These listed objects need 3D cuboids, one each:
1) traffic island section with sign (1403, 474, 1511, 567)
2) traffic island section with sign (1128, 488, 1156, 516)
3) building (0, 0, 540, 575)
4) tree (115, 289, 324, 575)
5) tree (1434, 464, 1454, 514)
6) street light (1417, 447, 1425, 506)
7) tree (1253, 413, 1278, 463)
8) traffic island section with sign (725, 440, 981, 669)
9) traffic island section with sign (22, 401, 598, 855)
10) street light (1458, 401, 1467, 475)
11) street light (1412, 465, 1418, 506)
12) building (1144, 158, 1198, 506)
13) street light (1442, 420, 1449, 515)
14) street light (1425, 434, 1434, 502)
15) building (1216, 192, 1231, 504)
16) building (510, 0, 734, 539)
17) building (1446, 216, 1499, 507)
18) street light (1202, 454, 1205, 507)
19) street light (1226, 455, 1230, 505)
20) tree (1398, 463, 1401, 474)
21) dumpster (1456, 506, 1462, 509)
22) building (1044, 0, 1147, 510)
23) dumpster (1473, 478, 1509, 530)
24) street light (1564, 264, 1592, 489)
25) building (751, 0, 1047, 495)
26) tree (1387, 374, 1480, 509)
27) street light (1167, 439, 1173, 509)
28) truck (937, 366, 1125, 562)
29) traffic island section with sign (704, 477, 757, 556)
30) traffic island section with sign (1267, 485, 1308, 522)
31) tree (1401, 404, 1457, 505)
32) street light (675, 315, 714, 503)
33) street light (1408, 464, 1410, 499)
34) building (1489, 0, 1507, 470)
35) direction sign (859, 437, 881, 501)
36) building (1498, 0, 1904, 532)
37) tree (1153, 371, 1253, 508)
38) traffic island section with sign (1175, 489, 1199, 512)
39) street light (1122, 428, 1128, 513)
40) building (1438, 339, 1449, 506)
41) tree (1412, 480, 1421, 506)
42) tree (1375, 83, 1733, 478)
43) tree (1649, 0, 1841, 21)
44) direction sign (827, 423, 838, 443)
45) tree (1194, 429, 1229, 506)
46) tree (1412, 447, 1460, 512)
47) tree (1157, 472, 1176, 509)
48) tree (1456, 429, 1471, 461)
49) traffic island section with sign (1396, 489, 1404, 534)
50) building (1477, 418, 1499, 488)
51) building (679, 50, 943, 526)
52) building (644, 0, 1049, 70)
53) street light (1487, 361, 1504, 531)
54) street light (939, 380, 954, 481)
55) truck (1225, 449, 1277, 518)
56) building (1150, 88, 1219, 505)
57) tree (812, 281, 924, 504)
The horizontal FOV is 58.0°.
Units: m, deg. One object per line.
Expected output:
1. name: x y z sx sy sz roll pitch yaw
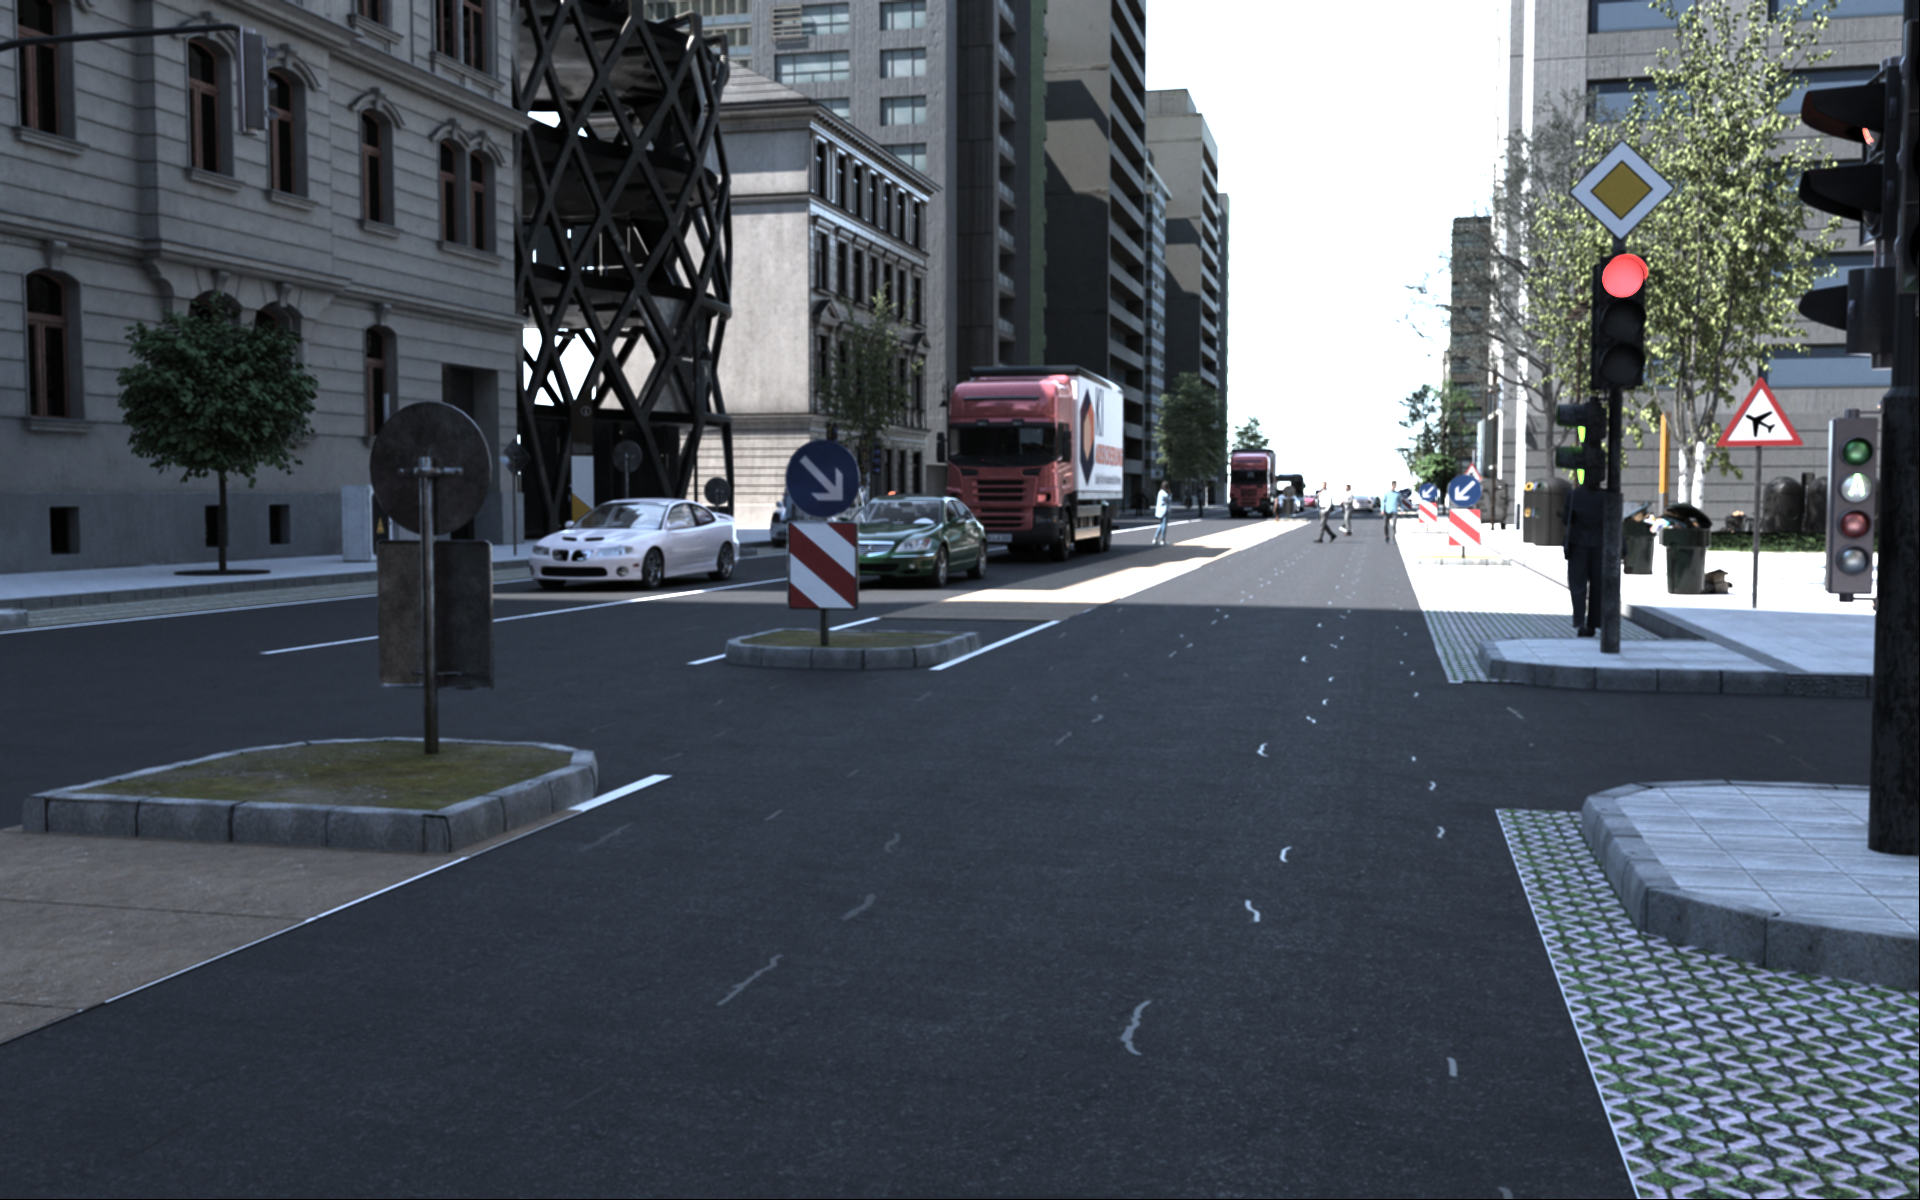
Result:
1. traffic island section with sign: 10.090 -1.622 35.152 1.989 1.847 2.006 1 4 14
2. traffic island section with sign: 12.294 -6.500 114.906 1.989 1.847 2.006 1 4 14
3. building: -19.837 -15.099 34.253 14.401 28.519 23.554 1 4 14
4. tree: -11.897 -2.695 27.771 4.285 4.588 4.351 0 3 0
5. tree: 31.271 -7.126 111.110 1.663 3.219 1.824 0 3 0
6. street light: 42.792 -11.452 160.034 0.468 5.910 1.993 1 4 14
7. tree: 40.537 -19.789 241.675 7.486 12.596 7.792 0 3 0
8. traffic island section with sign: -1.005 -0.431 15.189 2.006 1.907 1.989 1 4 14
9. traffic island section with sign: -2.761 0.009 7.993 2.006 1.907 1.989 1 4 14
10. street light: 24.835 -6.914 85.824 0.468 5.910 1.993 1 4 14
11. street light: 49.977 -13.239 189.240 0.468 5.910 1.993 1 4 14
12. building: 9.659 -30.575 191.775 32.217 40.220 23.993 1 4 14
13. street light: 30.304 -8.285 108.239 0.468 5.910 1.993 1 4 14
14. street light: 36.463 -9.870 134.155 0.468 5.910 1.993 1 4 14
15. building: 28.045 -33.390 229.523 14.154 41.232 14.086 1 4 14
16. building: -16.091 -11.448 54.635 16.820 18.784 16.811 1 4 14
17. building: 58.159 -25.001 180.467 14.160 30.474 14.107 1 4 14
18. street light: 24.521 -12.314 174.113 0.468 5.910 1.993 1 4 14
19. street light: 30.898 -13.884 199.784 0.468 5.910 1.993 1 4 14
20. tree: 44.992 -13.341 168.492 4.737 8.622 4.395 0 3 0
21. dumpster: 22.325 -4.284 75.810 1.264 1.857 1.865 1 4 13
22. building: 3.270 -31.733 142.537 21.300 48.544 21.600 1 4 14
23. dumpster: 19.029 -3.448 62.137 1.264 1.857 1.865 1 4 14
24. street light: 12.291 -3.771 34.449 0.468 5.910 1.993 1 4 14
25. building: -3.164 -25.473 100.084 14.154 41.232 14.086 1 4 14
26. tree: 40.762 -13.668 149.228 9.928 11.665 9.643 0 3 0
27. street light: 17.606 -10.531 144.973 0.468 5.910 1.993 1 4 14
28. truck: 1.887 -3.141 40.268 2.839 4.237 11.283 1 4 12
29. traffic island section with sign: -5.818 -1.936 40.275 1.989 1.847 2.006 1 4 14
30. traffic island section with sign: 16.709 -4.898 88.218 2.006 1.907 1.989 1 4 14
31. tree: 39.027 -11.655 140.920 4.737 8.622 4.395 0 3 0
32. street light: -6.849 -4.406 44.833 0.468 5.910 1.993 1 4 14
33. street light: 56.300 -14.847 215.530 0.468 5.910 1.993 1 4 14
34. building: 48.283 -31.775 108.757 28.713 52.752 27.495 1 4 14
35. direction sign: -3.597 -4.722 69.196 0.876 3.537 0.379 -1 4 -20
36. building: 32.948 -32.239 69.105 21.231 58.520 28.212 1 4 14
37. tree: 21.466 -14.834 160.660 7.486 12.596 7.792 0 3 0
38. traffic island section with sign: 18.654 -8.102 141.103 1.989 1.847 2.006 1 4 14
39. street light: 11.243 -8.941 118.977 0.468 5.910 1.993 1 4 14
40. building: 70.159 -21.705 199.923 27.650 21.520 28.899 1 4 14
41. tree: 51.185 -12.113 192.650 1.663 3.219 1.824 0 3 0
42. tree: 17.736 -8.629 51.448 12.009 13.543 11.850 0 3 0
43. tree: 10.266 -4.512 24.141 4.737 8.622 4.395 0 3 0
44. direction sign: -4.081 -3.876 55.369 0.379 3.537 0.876 1 4 17
45. tree: 25.741 -14.047 180.024 4.360 8.622 3.978 0 3 0
46. tree: 33.711 -8.491 122.548 4.285 4.588 4.351 0 3 0
47. tree: 18.278 -9.706 153.292 1.663 3.219 1.824 0 3 0
48. tree: 14.550 -5.441 39.317 4.737 8.622 4.395 0 3 0
49. traffic island section with sign: 16.504 -3.239 61.587 1.989 1.847 2.006 1 4 14
50. building: 54.071 -50.417 136.988 22.319 86.520 31.000 1 4 14
51. building: -8.239 -13.021 77.526 10.561 19.102 19.286 1 4 14
52. building: -8.102 -26.296 121.825 32.217 40.220 23.993 1 4 14
53. street light: 18.550 -5.343 60.139 0.468 5.910 1.993 1 4 14
54. street light: -0.475 -5.976 70.495 0.468 5.910 1.993 1 4 14
55. truck: 18.479 -7.356 109.182 2.839 4.237 11.283 1 4 13
56. building: 19.912 -36.013 212.519 21.300 48.544 21.600 1 4 14
57. tree: -3.272 -6.750 60.724 4.737 8.622 4.395 0 3 0
